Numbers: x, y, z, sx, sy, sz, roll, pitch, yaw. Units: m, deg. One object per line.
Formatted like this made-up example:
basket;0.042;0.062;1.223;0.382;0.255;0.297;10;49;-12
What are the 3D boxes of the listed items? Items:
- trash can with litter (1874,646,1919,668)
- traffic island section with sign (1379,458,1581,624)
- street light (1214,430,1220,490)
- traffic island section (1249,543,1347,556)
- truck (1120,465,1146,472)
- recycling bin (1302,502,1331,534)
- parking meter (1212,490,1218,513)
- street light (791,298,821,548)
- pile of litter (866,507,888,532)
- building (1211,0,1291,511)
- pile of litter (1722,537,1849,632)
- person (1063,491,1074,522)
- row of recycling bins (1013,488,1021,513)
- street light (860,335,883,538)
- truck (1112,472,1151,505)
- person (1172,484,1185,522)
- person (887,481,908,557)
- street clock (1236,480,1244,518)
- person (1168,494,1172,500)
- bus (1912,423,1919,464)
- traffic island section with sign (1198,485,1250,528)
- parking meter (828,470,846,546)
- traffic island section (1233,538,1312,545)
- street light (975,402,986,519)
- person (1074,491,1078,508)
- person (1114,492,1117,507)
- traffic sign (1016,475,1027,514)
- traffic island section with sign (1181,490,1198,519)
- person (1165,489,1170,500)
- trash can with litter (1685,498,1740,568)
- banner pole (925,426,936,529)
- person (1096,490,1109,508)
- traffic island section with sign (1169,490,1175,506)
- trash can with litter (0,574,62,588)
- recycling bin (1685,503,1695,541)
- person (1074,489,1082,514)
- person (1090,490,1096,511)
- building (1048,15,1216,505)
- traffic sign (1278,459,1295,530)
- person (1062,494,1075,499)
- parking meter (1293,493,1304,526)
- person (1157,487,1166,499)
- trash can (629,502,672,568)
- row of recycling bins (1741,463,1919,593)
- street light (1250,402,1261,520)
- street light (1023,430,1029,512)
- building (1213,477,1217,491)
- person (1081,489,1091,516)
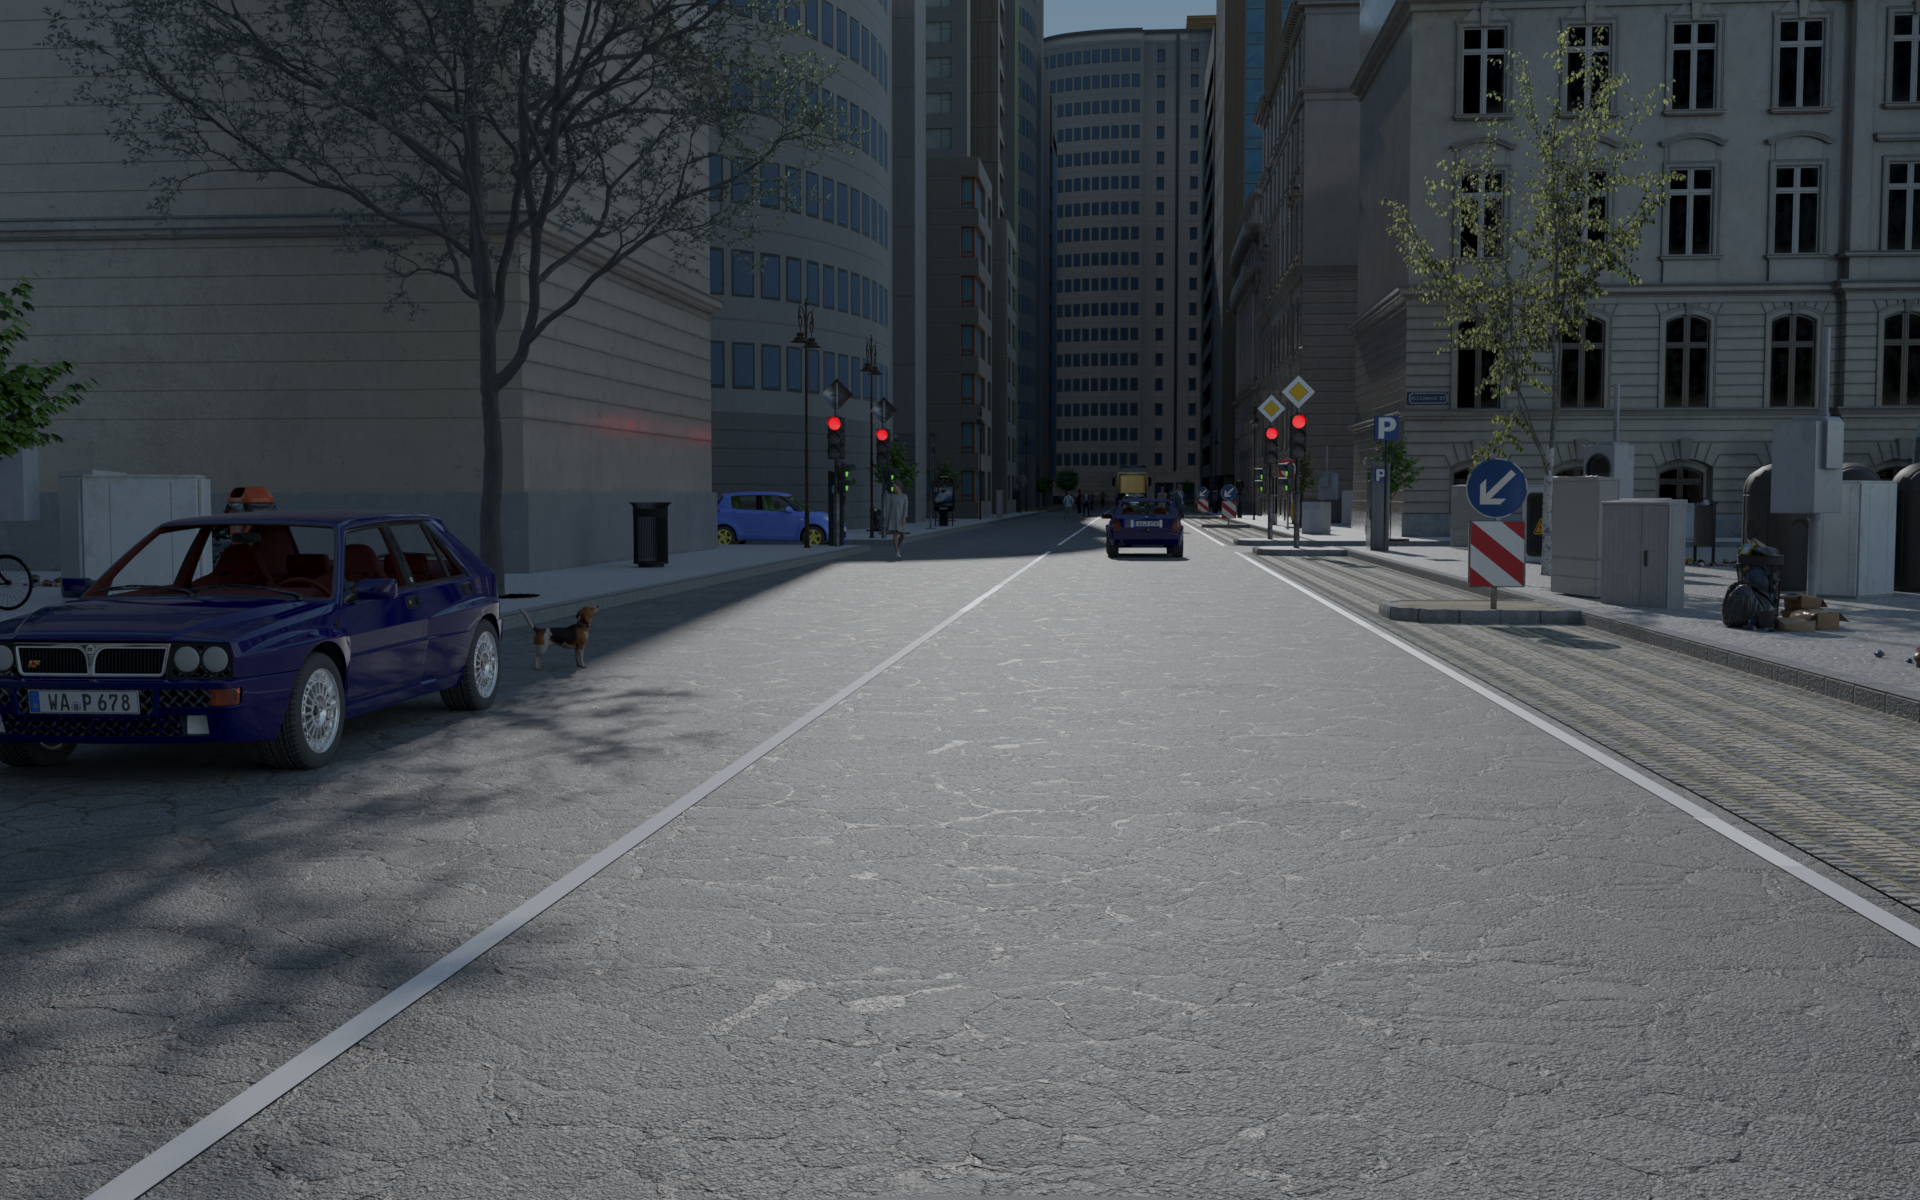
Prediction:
trash can with litter;7.887;-0.125;13.108;1.678;1.210;2.233;3;5;42
traffic island section with sign;5.908;-0.693;19.951;1.989;1.847;2.006;0;4;6
street light;18.086;-9.150;122.396;0.468;5.910;1.993;0;4;6
traffic island section;8.015;-1.154;41.144;2.009;0.180;2.903;0;4;6
truck;17.398;-11.326;174.098;2.839;4.237;11.283;0;4;6
recycling bin;11.465;-2.640;55.714;0.722;1.027;0.722;3;4;36
parking meter;17.123;-6.591;116.169;0.372;1.533;0.369;0;3;0
street light;-3.641;-4.177;41.085;0.468;5.910;1.993;0;4;6
pile of litter;-2.632;-2.791;59.592;1.176;0.858;1.719;-1;4;-9
building;26.854;-29.546;133.184;14.600;45.320;14.200;0;4;6
pile of litter;8.033;-0.174;16.809;1.719;0.858;1.176;-3;4;-38
person;5.561;-4.792;88.661;0.589;1.601;0.330;1;4;21
row of recycling bins;2.463;-6.905;120.002;3.534;1.692;1.069;0;4;3
street light;-2.577;-4.751;50.474;0.468;5.910;1.993;0;4;6
truck;14.885;-9.420;149.938;3.469;3.379;9.791;0;4;5
person;8.295;-3.496;65.840;0.419;1.800;0.721;3;5;45
person;-1.437;-1.849;39.484;0.466;1.731;0.760;-1;4;-14
street clock;14.880;-5.353;92.094;0.471;2.002;0.358;-3;5;-41
person;20.026;-9.228;162.574;0.799;1.438;0.628;-3;5;-41
bus;31.018;-2.928;42.733;13.247;3.499;2.948;0;4;7
traffic island section with sign;11.271;-3.972;73.566;1.989;1.847;2.006;0;4;6
parking meter;-3.052;-2.275;42.911;0.399;1.863;0.255;1;4;9
traffic island section;8.809;-1.640;49.090;2.009;0.180;2.903;0;4;6
street light;1.019;-7.005;87.324;0.468;5.910;1.993;0;4;6
person;12.055;-10.346;178.595;0.756;1.711;0.436;-1;4;-17
person;17.503;-11.210;192.728;0.436;1.711;0.756;-1;4;-21
traffic sign;4.007;-6.920;113.249;0.768;2.556;0.104;1;4;9
traffic island section with sign;13.940;-5.612;100.389;1.989;1.847;2.006;0;4;6
person;17.622;-8.523;147.849;0.705;1.824;1.348;-1;4;-13
trash can with litter;13.405;-1.207;30.793;1.678;1.210;2.233;-1;4;-14
banner pole;-1.018;-4.491;63.440;0.401;3.779;0.863;-1;4;-17
person;14.926;-10.552;181.116;1.348;1.812;0.705;1;4;18
traffic island section with sign;18.932;-8.668;150.342;1.989;1.847;2.006;0;4;6
trash can with litter;-12.513;-0.817;24.422;2.233;1.210;1.678;1;4;20
recycling bin;20.020;-2.179;48.176;0.722;1.027;0.722;1;4;17
person;8.758;-7.288;127.619;0.705;1.831;1.348;2;4;25
person;11.503;-8.538;148.625;0.750;1.759;0.617;2;4;29
building;20.979;-41.353;218.112;28.212;58.520;21.231;0;4;6
traffic sign;11.824;-3.810;62.392;0.768;2.556;0.104;1;4;10
person;9.423;-8.621;149.978;1.217;1.766;0.721;0;4;8
parking meter;13.393;-3.848;68.618;0.399;1.863;0.255;2;4;23
person;11.238;-5.371;96.501;0.511;1.800;0.466;1;4;12
trash can;-5.424;-1.145;30.369;0.748;1.137;0.748;0;3;0
row of recycling bins;12.295;-0.970;22.978;3.534;1.692;1.069;0;4;7
street light;14.550;-6.896;85.544;0.468;5.910;1.993;0;4;6
street light;4.773;-9.269;124.337;0.468;5.910;1.993;0;4;6
building;32.916;-43.492;149.344;20.563;71.187;20.611;0;4;6
person;8.170;-6.305;111.978;0.661;1.777;0.834;-1;4;-21
